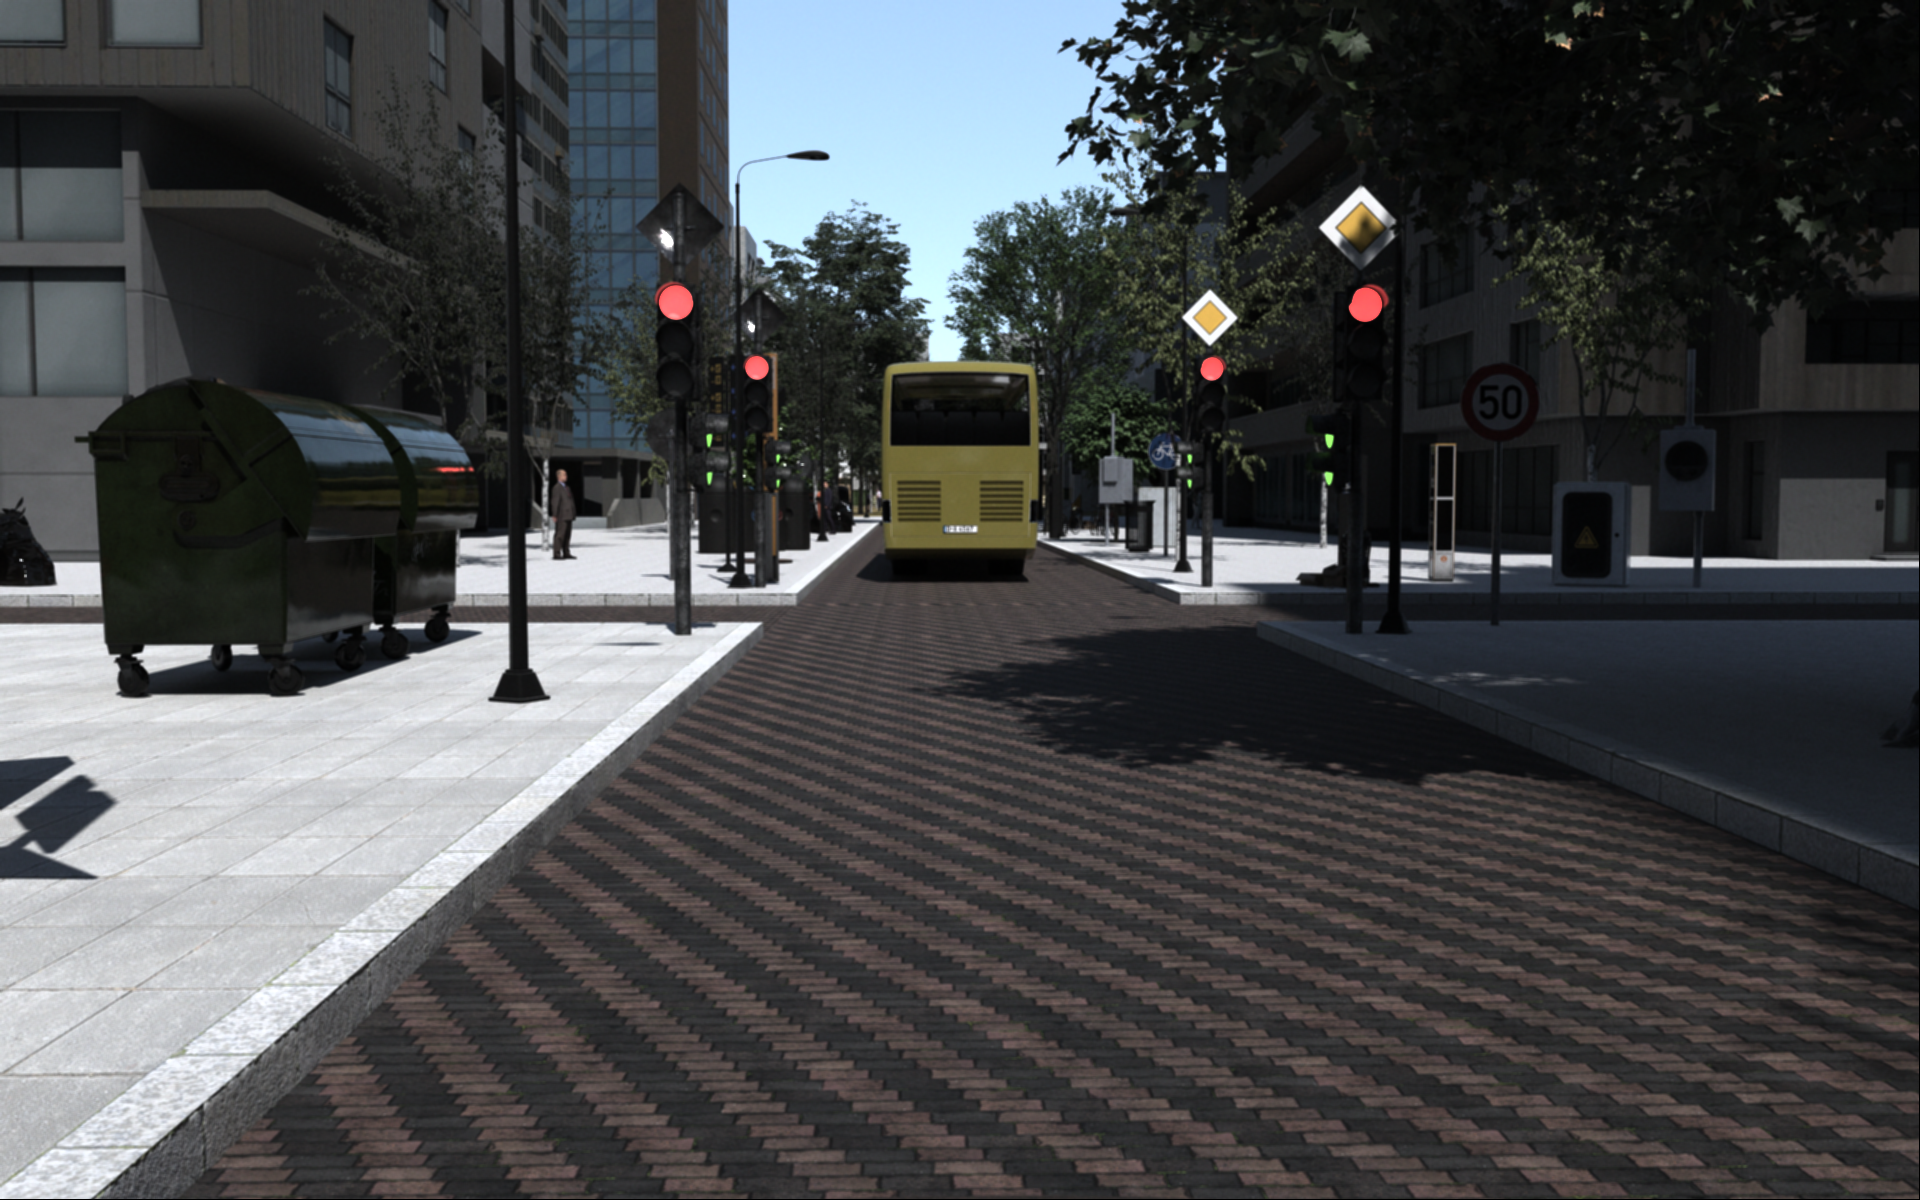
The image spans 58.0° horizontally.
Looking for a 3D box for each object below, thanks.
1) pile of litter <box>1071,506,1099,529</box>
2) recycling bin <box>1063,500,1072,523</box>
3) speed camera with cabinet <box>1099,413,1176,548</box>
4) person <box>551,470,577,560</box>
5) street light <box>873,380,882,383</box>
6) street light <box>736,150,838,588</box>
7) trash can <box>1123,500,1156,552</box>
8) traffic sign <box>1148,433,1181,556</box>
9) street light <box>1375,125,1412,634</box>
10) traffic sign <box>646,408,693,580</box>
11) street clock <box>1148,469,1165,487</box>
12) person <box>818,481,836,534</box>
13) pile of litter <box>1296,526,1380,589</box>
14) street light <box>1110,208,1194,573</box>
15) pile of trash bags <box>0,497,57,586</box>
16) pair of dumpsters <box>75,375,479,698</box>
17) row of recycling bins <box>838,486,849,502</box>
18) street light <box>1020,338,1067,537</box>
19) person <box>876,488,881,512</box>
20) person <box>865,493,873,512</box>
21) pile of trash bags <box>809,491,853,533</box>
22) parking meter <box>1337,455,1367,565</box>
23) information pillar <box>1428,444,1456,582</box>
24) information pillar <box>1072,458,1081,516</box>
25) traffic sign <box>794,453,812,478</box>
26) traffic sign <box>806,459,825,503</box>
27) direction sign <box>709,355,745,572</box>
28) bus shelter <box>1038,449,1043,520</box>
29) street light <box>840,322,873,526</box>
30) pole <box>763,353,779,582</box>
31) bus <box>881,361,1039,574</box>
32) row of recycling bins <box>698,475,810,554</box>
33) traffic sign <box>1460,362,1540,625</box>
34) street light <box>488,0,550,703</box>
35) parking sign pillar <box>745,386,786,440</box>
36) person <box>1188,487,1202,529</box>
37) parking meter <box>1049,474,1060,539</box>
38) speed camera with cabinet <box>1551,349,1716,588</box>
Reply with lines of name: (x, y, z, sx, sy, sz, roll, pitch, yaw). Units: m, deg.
pile of litter: (4.575, -3.055, 63.909, 1.176, 0.858, 1.719, 2, 4, 25)
recycling bin: (4.665, -3.949, 77.118, 0.722, 1.027, 0.722, 0, 4, -6)
speed camera with cabinet: (4.407, -2.920, 42.078, 2.038, 3.252, 0.660, 2, 4, 32)
person: (-7.746, -1.676, 33.991, 0.434, 1.755, 0.990, 1, 4, 16)
street light: (-3.874, -5.992, 70.511, 1.470, 5.913, 1.316, 0, 4, -2)
street light: (-2.464, -3.120, 23.552, 1.470, 5.913, 1.316, 0, 4, -2)
trash can: (3.969, -1.634, 38.363, 0.748, 1.137, 0.748, 0, 3, 0)
traffic sign: (4.288, -2.195, 35.989, 0.768, 2.556, 0.104, 0, 4, 6)
street light: (3.473, -2.648, 15.837, 1.470, 5.913, 1.316, 0, 4, -2)
traffic sign: (-4.272, -1.564, 25.680, 0.768, 2.556, 0.104, 0, 4, 3)
street clock: (5.688, -2.781, 50.040, 0.471, 2.002, 0.358, 3, 5, 40)
person: (-4.238, -2.943, 55.082, 0.530, 1.710, 0.541, -1, 4, -17)
pile of litter: (5.288, -0.626, 24.199, 1.176, 0.858, 1.719, 1, 4, 19)
street light: (3.127, -3.411, 28.305, 1.470, 5.913, 1.316, 0, 4, -2)
pile of trash bags: (-13.358, -0.915, 24.710, 3.447, 1.369, 1.912, -2, 4, -24)
pair of dumpsters: (-4.873, -0.636, 12.899, 1.574, 2.255, 4.437, 0, 4, -2)
row of recycling bins: (-6.068, -4.916, 87.493, 1.069, 1.692, 3.534, 0, 4, -7)
street light: (2.481, -4.838, 51.646, 1.470, 5.913, 1.316, 0, 4, -2)
person: (-5.984, -7.319, 126.645, 0.436, 1.711, 0.756, 2, 4, 25)
person: (-6.372, -6.893, 121.982, 0.421, 1.427, 0.697, -2, 4, -34)
pile of trash bags: (-4.512, -2.922, 57.528, 1.912, 1.369, 3.447, 0, 4, -4)
parking meter: (5.891, -1.244, 26.050, 0.399, 1.863, 0.255, 3, 4, 36)
information pillar: (7.065, -1.278, 25.385, 0.304, 2.012, 0.304, 0, 4, 1)
information pillar: (4.887, -4.979, 72.754, 0.183, 3.616, 0.504, 3, 5, 45)
traffic sign: (-4.875, -3.201, 52.440, 0.768, 2.556, 0.104, 0, 4, 2)
traffic sign: (-5.346, -3.878, 63.512, 0.768, 2.556, 0.104, 0, 4, 2)
direction sign: (-3.827, -2.232, 28.496, 0.876, 3.537, 0.379, 3, 5, 43)
bus shelter: (3.190, -5.873, 87.301, 1.731, 3.624, 6.357, 0, 4, -1)
street light: (-3.193, -4.545, 46.859, 1.470, 5.913, 1.316, 0, 4, -2)
pole: (-2.753, -1.918, 25.196, 0.158, 3.312, 0.155, 0, 3, 0)
bus: (-0.073, -2.578, 33.696, 2.896, 3.916, 12.252, 0, 4, -1)
row of recycling bins: (-4.604, -1.931, 38.688, 1.069, 1.692, 3.534, 2, 4, 30)
traffic sign: (5.233, -1.025, 16.867, 0.768, 2.556, 0.104, 0, 4, 2)
street light: (-2.202, -2.329, 10.614, 1.470, 5.913, 1.316, 0, 4, -2)
parking sign pillar: (-4.858, -3.322, 42.790, 1.447, 3.967, 1.447, 2, 4, 31)
person: (8.735, -3.490, 63.833, 0.841, 1.734, 0.376, -3, 5, -44)
parking meter: (2.722, -2.695, 49.779, 0.255, 1.863, 0.399, -1, 4, -10)
speed camera with cabinet: (9.279, -1.806, 23.857, 2.038, 3.252, 0.660, 2, 4, 27)
